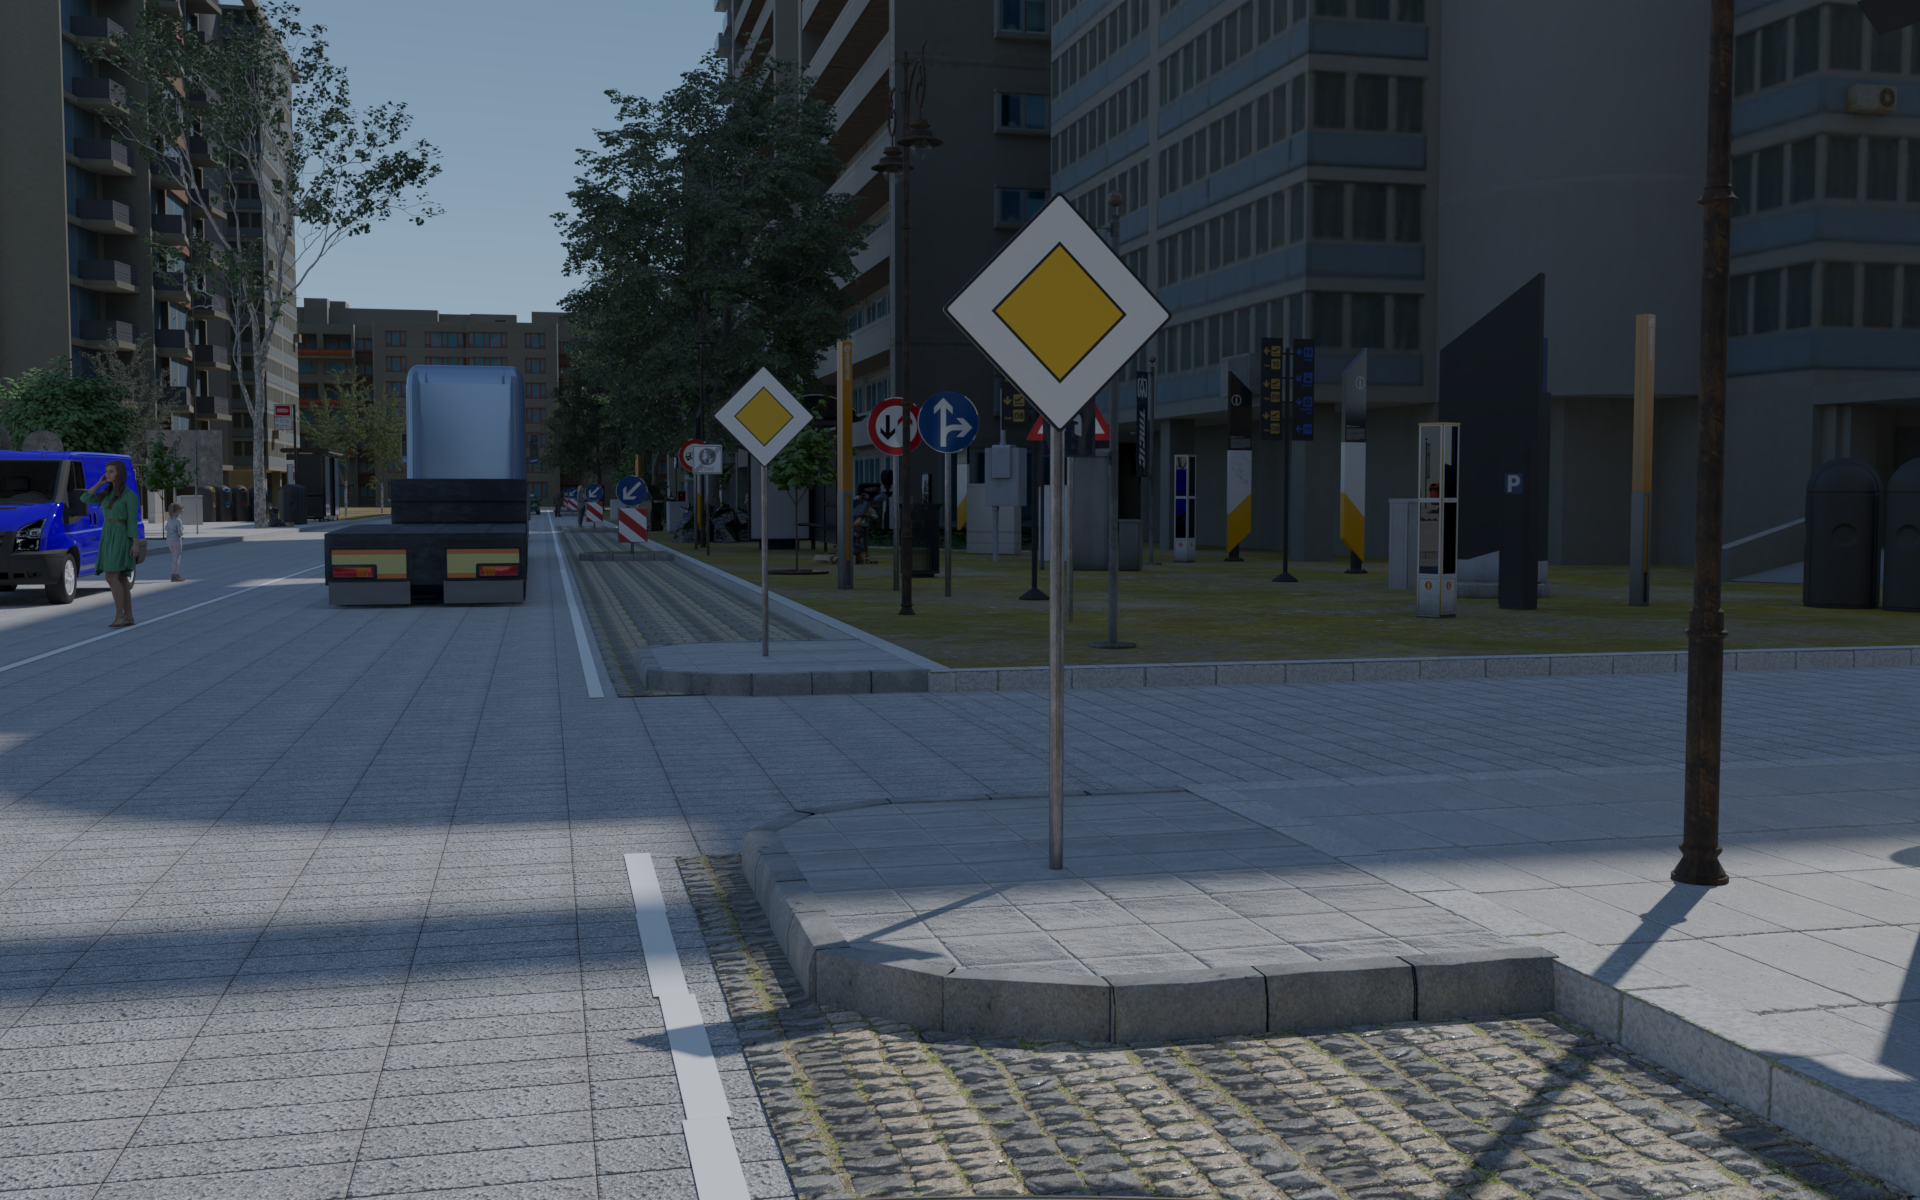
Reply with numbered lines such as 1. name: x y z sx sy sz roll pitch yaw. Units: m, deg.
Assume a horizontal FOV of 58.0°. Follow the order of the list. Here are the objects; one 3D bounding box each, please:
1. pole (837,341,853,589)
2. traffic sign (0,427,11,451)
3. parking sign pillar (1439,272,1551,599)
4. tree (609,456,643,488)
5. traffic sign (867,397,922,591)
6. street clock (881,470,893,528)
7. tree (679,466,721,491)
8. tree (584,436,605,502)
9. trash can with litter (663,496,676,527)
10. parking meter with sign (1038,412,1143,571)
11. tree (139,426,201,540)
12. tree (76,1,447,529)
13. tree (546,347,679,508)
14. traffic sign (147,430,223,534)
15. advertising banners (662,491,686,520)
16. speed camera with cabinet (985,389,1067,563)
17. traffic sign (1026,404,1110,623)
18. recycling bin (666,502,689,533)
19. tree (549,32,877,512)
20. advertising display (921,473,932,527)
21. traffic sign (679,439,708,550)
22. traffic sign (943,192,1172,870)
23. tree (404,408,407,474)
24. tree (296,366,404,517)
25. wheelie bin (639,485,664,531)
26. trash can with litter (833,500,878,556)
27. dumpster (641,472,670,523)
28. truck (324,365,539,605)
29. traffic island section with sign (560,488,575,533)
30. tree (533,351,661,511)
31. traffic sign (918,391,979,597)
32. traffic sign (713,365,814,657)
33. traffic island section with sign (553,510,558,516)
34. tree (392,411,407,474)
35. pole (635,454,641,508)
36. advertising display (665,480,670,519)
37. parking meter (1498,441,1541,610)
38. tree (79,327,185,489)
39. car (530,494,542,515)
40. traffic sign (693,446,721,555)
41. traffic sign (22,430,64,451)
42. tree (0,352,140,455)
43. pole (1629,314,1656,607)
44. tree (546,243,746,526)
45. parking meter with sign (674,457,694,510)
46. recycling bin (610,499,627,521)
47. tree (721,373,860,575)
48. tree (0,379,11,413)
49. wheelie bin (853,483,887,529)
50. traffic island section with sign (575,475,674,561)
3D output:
1. pole: -1.546 -1.800 23.280 0.158 3.312 0.155 0 3 0
2. traffic sign: -17.357 -1.886 30.945 0.768 2.556 0.104 -1 4 -11
3. parking sign pillar: 6.693 -2.034 21.725 1.447 3.967 1.447 3 5 41
4. tree: -15.176 -5.157 78.924 1.663 3.219 1.824 0 3 0
5. traffic sign: -0.844 -1.394 22.896 0.768 2.556 0.104 0 4 -8
6. street clock: -2.146 -2.858 51.294 0.358 2.002 0.471 2 4 23
7. tree: -7.978 -3.766 56.176 1.663 3.219 1.824 0 3 0
8. tree: -31.939 -12.229 150.301 4.360 8.622 3.978 0 3 0
9. trash can with litter: -11.688 -3.459 67.616 1.678 1.210 2.233 3 5 45
10. parking meter with sign: 2.185 -2.001 28.978 1.738 3.016 0.543 1 4 15
11. tree: -22.558 -3.315 48.805 1.663 3.219 1.824 0 3 0
12. tree: -25.124 -12.787 64.957 12.611 20.169 13.585 0 3 0
13. tree: -19.726 -10.233 101.723 7.601 10.594 8.767 2 4 29
14. traffic sign: -24.632 -3.744 55.083 2.265 3.308 0.079 0 4 -7
15. advertising banners: -13.659 -5.440 85.137 2.074 3.025 0.090 -1 4 -10
16. speed camera with cabinet: 1.521 -2.337 32.548 2.038 3.252 0.660 1 4 19
17. traffic sign: 1.096 -1.055 17.247 0.884 2.594 0.081 0 4 -5
18. recycling bin: -9.383 -2.759 57.671 0.722 1.027 0.722 -1 4 -14
19. tree: -7.199 -8.722 49.262 9.857 13.997 8.962 0 3 0
20. advertising display: -1.018 -2.925 53.044 0.123 1.923 0.974 -1 4 -14
21. traffic sign: -6.100 -2.439 39.990 0.768 2.556 0.104 0 4 -8
22. traffic sign: 0.326 -0.136 5.868 0.795 2.450 0.064 -1 4 -13
23. tree: -38.903 -10.178 116.780 4.737 8.622 4.395 0 3 0
24. tree: -35.351 -9.084 98.890 4.737 8.622 4.395 0 3 0
25. wheelie bin: -10.706 -3.179 59.878 0.693 1.594 0.980 2 4 30
26. trash can with litter: -2.077 -1.376 33.887 0.624 1.170 1.055 1 4 20
27. dumpster: -13.567 -4.509 76.210 1.502 2.255 1.985 -1 4 -14
28. truck: -8.949 -2.505 30.708 2.967 4.110 18.799 -1 4 -14
29. traffic island section with sign: -13.773 -3.423 64.599 1.989 1.847 2.006 -1 4 -13
30. tree: -27.610 -13.137 131.793 9.611 12.733 9.660 0 3 0
31. traffic sign: -0.148 -1.311 21.544 0.768 2.556 0.104 0 4 -6
32. traffic sign: -1.541 -0.611 13.633 0.795 2.450 0.064 -1 4 -13
33. traffic island section with sign: -25.321 -6.363 112.659 1.989 1.847 2.006 -1 4 -13
34. tree: -46.382 -12.052 147.406 4.360 8.622 3.978 0 3 0
35. pole: -11.612 -4.203 62.566 0.158 3.312 0.155 0 3 0
36. advertising display: -13.399 -4.536 79.381 0.123 1.923 0.974 0 4 -1
37. parking meter: 6.217 -0.830 19.287 0.255 1.863 0.399 -3 4 -38
38. tree: -37.196 -7.783 77.607 4.360 8.622 3.978 0 3 0
39. car: -30.420 -6.716 121.599 2.131 1.459 4.920 -1 4 -12
40. traffic sign: -5.256 -2.076 36.080 0.606 2.300 0.079 -1 4 -9
41. traffic sign: -18.284 -2.107 34.553 0.768 2.556 0.104 -1 4 -12
42. tree: -20.737 -3.443 40.001 4.285 4.588 4.351 0 3 0
43. pole: 7.782 -1.584 19.749 0.158 3.312 0.155 0 3 0
44. tree: -12.286 -8.841 70.305 9.928 11.665 9.643 0 3 0
45. parking meter with sign: -12.560 -5.223 81.660 1.738 3.016 0.543 -1 4 -22
46. recycling bin: -16.080 -4.223 81.599 0.722 1.027 0.722 0 4 -7
47. tree: -2.628 -2.022 27.665 1.663 3.219 1.824 0 3 0
48. tree: -44.677 -7.740 76.909 4.360 8.622 3.978 0 3 0
49. wheelie bin: -2.496 -2.491 48.638 0.980 1.594 0.693 -1 4 -20
50. traffic island section with sign: -7.269 -1.774 37.637 1.989 1.847 2.006 -1 4 -13
